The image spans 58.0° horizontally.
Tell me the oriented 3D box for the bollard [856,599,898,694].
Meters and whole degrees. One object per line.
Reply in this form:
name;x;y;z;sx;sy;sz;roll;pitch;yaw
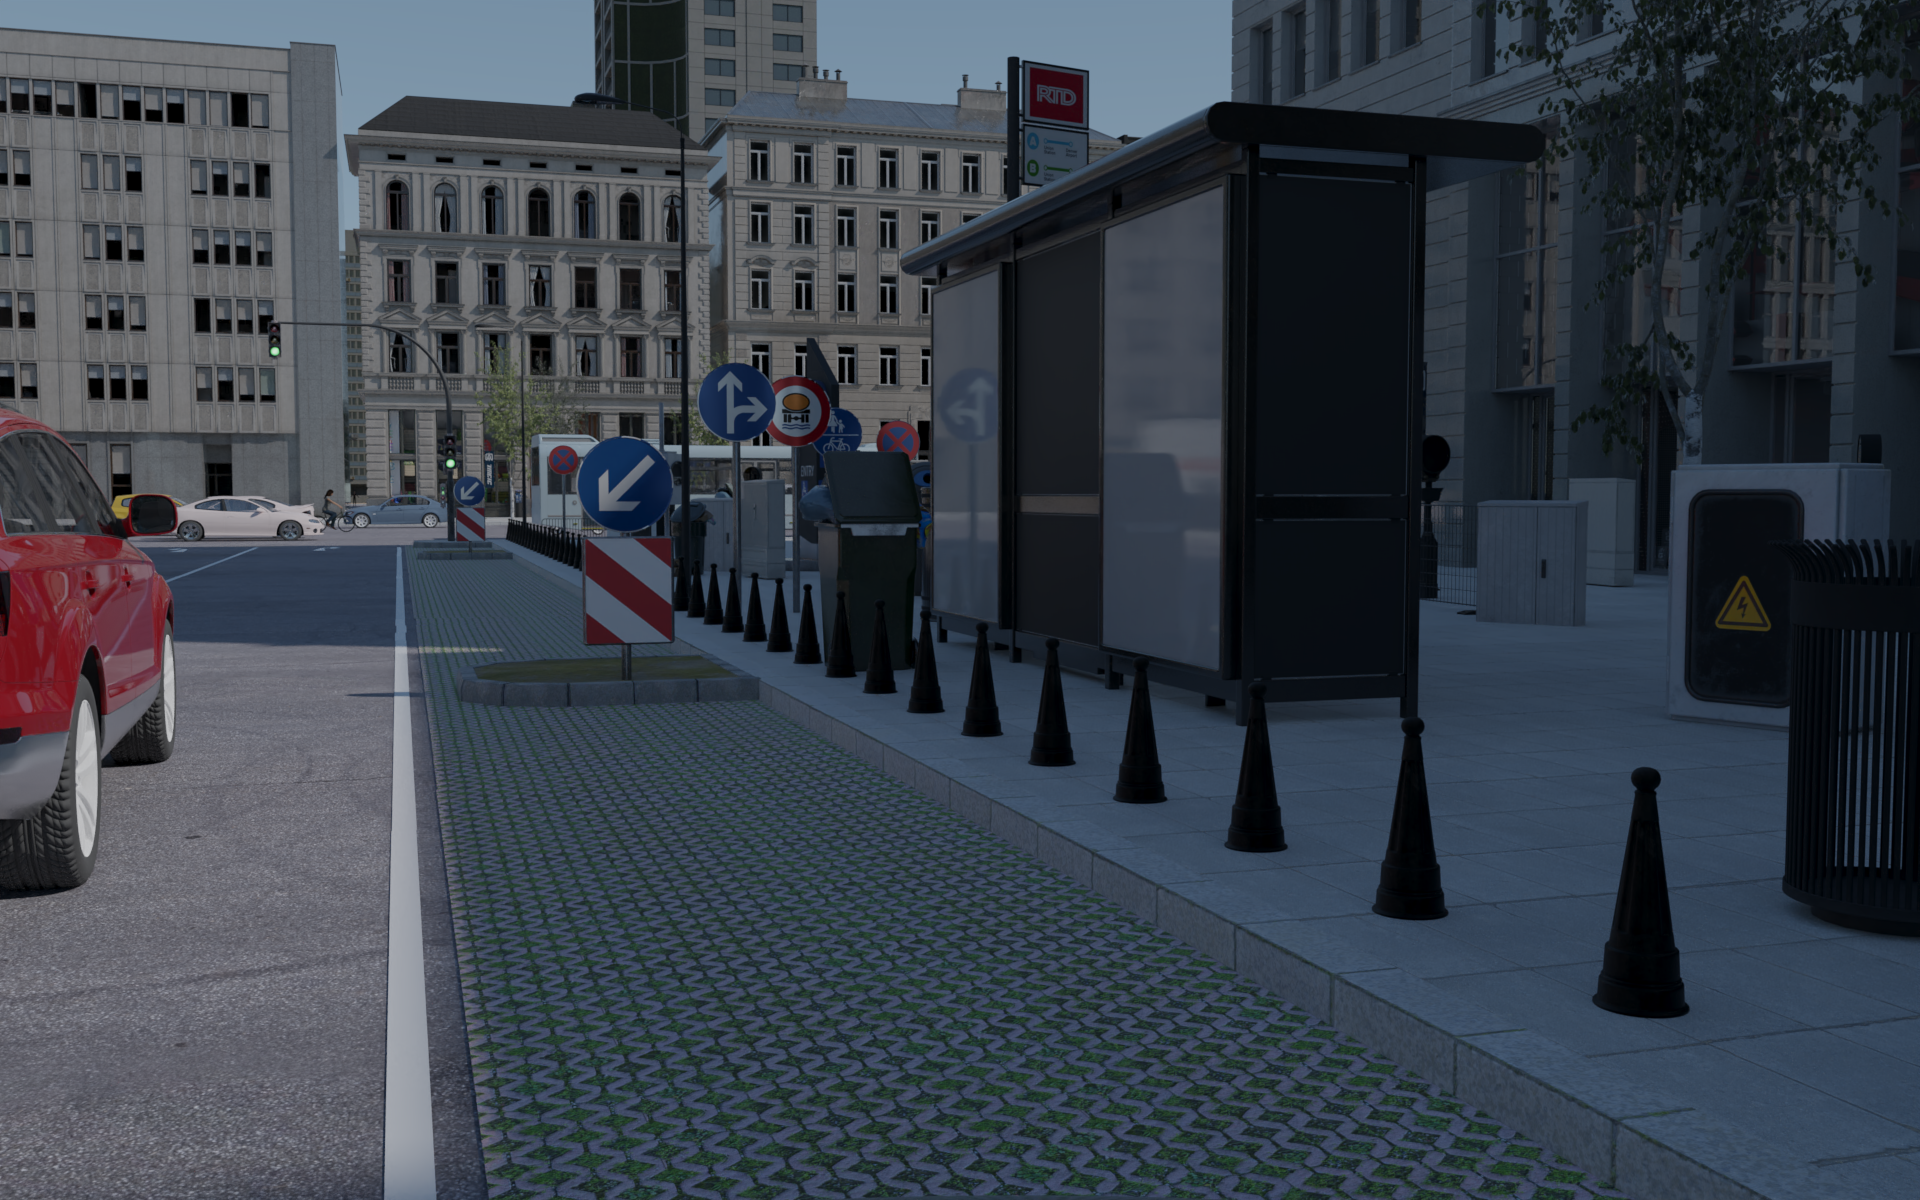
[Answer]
bollard;-0.517;0.297;11.189;0.229;0.601;0.229;0;3;0

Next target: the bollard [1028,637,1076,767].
bollard;0.438;0.477;8.235;0.229;0.601;0.229;0;3;0

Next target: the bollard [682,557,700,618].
bollard;-2.738;-0.122;18.040;0.229;0.601;0.229;0;3;0

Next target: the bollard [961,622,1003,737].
bollard;0.118;0.417;9.228;0.229;0.601;0.229;0;3;0

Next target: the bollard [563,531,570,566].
bollard;-6.873;-0.901;30.777;0.229;0.601;0.229;0;3;0

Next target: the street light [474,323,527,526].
street light;-12.516;-4.579;47.412;1.470;5.913;1.316;-1;4;-18

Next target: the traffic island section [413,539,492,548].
traffic island section;-13.820;-1.519;47.115;2.009;0.180;2.903;-1;4;-18

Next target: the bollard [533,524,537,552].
bollard;-9.099;-1.321;37.637;0.229;0.601;0.229;0;3;0

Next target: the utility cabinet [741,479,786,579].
utility cabinet;-3.026;-1.082;26.375;0.318;1.500;1.173;-2;4;-27

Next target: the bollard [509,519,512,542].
bollard;-11.643;-1.801;45.486;0.229;0.601;0.229;0;3;0

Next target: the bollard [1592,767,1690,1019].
bollard;1.708;0.716;4.328;0.229;0.601;0.229;0;3;0

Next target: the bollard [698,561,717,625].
bollard;-2.424;-0.062;17.062;0.229;0.601;0.229;0;3;0

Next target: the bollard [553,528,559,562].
bollard;-7.509;-1.021;32.729;0.229;0.601;0.229;0;3;0

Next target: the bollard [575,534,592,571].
bollard;-6.235;-0.781;28.805;0.229;0.601;0.229;0;3;0

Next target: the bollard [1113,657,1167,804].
bollard;0.757;0.537;7.258;0.229;0.601;0.229;0;3;0

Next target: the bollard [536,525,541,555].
bollard;-8.780;-1.260;36.650;0.229;0.601;0.229;0;3;0

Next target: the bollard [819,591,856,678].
bollard;-0.837;0.237;12.165;0.229;0.601;0.229;0;3;0

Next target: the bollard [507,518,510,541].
bollard;-11.969;-1.862;46.477;0.229;0.601;0.229;0;3;0

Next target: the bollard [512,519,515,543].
bollard;-11.326;-1.741;44.509;0.229;0.601;0.229;0;3;0

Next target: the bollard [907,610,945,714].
bollard;-0.202;0.357;10.204;0.229;0.601;0.229;0;3;0

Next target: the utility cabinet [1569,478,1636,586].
utility cabinet;9.014;-0.958;24.338;0.318;1.500;1.173;-1;4;-12

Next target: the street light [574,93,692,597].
street light;-3.785;-2.926;20.378;1.470;5.913;1.316;-1;4;-18

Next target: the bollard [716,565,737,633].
bollard;-2.108;-0.003;16.085;0.229;0.601;0.229;0;3;0

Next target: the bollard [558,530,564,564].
bollard;-7.188;-0.961;31.754;0.229;0.601;0.229;0;3;0

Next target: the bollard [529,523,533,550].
bollard;-9.416;-1.381;38.614;0.229;0.601;0.229;0;3;0

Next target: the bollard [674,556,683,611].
bollard;-3.058;-0.182;19.018;0.229;0.601;0.229;0;3;0

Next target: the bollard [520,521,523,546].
bollard;-10.372;-1.561;41.559;0.229;0.601;0.229;0;3;0

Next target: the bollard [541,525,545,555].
bollard;-8.458;-1.201;35.675;0.229;0.601;0.229;0;3;0

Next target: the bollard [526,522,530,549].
bollard;-9.735;-1.441;39.599;0.229;0.601;0.229;0;3;0

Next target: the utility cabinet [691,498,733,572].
utility cabinet;-3.959;-1.077;28.767;1.020;1.237;0.306;1;4;23

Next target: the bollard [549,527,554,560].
bollard;-7.827;-1.081;33.720;0.229;0.601;0.229;0;3;0

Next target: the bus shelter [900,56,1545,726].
bus shelter;1.000;-2.206;13.697;2.179;5.291;8.768;-1;4;-18

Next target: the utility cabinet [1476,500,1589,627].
utility cabinet;5.650;-0.366;17.145;1.020;1.237;0.306;3;5;42

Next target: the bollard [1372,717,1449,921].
bollard;1.382;0.657;5.302;0.229;0.601;0.229;0;3;0

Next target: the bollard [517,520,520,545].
bollard;-10.693;-1.621;42.547;0.229;0.601;0.229;0;3;0

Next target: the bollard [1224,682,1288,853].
bollard;1.077;0.597;6.283;0.229;0.601;0.229;0;3;0

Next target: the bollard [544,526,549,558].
bollard;-8.144;-1.141;34.697;0.229;0.601;0.229;0;3;0

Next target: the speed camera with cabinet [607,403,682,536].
speed camera with cabinet;-6.636;-2.599;36.826;0.660;3.252;2.038;2;4;30

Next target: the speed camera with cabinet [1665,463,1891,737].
speed camera with cabinet;4.842;-0.905;9.135;0.660;3.252;2.038;-3;4;-38

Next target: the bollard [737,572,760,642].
bollard;-1.786;0.058;15.096;0.229;0.601;0.229;0;3;0

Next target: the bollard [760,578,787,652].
bollard;-1.471;0.118;14.119;0.229;0.601;0.229;0;3;0

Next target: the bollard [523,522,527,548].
bollard;-10.055;-1.501;40.575;0.229;0.601;0.229;0;3;0

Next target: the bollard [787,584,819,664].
bollard;-1.155;0.177;13.142;0.229;0.601;0.229;0;3;0

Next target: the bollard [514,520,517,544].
bollard;-11.007;-1.681;43.525;0.229;0.601;0.229;0;3;0

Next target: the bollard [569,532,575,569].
bollard;-6.548;-0.840;29.783;0.229;0.601;0.229;0;3;0
